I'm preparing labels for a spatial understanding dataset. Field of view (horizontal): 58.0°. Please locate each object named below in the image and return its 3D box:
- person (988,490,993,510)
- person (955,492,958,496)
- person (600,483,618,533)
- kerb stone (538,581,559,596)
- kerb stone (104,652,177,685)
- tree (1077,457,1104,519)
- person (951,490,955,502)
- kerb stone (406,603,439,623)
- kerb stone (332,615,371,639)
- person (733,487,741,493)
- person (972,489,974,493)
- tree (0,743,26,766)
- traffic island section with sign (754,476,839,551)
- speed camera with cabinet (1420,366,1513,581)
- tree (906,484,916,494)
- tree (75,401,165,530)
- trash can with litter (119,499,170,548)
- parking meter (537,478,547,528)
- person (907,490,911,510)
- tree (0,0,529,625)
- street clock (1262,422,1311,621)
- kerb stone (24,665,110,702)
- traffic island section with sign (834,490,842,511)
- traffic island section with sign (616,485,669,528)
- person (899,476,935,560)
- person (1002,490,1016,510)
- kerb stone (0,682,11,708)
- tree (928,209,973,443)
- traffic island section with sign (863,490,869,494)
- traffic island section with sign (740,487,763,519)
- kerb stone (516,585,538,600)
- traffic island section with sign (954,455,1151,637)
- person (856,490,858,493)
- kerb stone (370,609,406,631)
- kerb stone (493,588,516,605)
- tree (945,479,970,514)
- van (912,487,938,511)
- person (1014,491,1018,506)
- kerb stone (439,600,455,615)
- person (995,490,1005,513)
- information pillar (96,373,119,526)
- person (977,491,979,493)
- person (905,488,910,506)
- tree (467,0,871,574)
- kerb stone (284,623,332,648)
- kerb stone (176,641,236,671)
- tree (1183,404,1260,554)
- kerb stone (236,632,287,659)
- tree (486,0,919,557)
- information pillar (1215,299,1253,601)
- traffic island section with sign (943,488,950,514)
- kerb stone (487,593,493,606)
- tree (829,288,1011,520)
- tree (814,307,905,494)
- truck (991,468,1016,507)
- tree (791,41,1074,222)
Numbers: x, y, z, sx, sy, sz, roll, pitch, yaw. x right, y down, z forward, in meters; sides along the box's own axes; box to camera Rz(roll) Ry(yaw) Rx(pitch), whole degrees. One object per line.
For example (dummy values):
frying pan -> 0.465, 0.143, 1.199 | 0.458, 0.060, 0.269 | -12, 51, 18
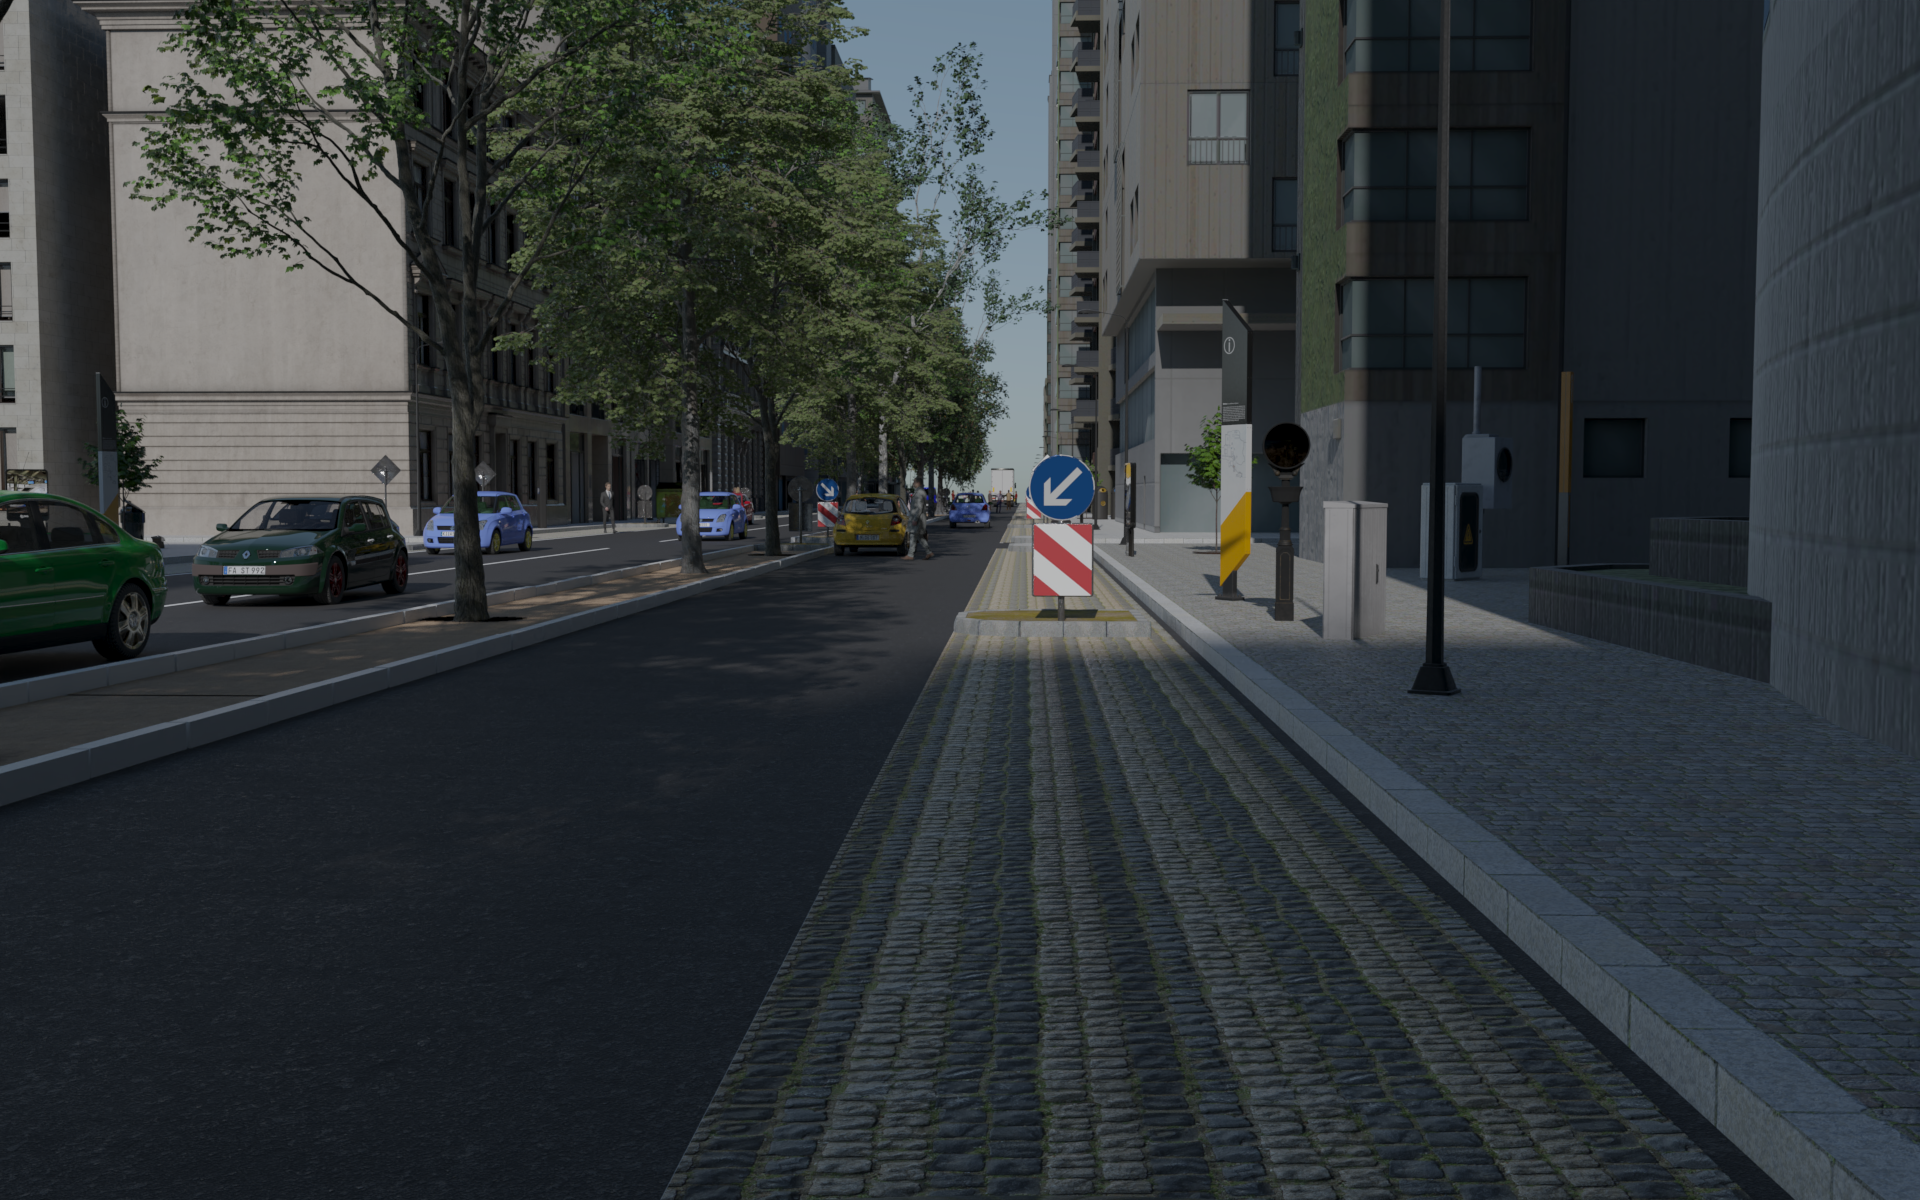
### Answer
person -> 2.723, -8.902, 154.592 | 0.434, 1.755, 0.990 | 2, 4, 24
person -> -0.380, -16.753, 283.192 | 1.217, 1.735, 0.721 | 0, 4, 2
person -> -12.792, -3.361, 63.229 | 0.659, 1.850, 0.755 | -3, 4, -38
kerb stone -> -5.938, -0.134, 24.622 | 0.120, 0.150, 1.000 | 0, 4, 2
kerb stone -> -6.368, 0.540, 13.373 | 0.120, 0.150, 1.000 | 0, 4, 2
tree -> 6.446, -5.812, 89.622 | 1.663, 3.219, 1.824 | 0, 3, 0
person -> -0.641, -9.706, 167.125 | 0.705, 1.831, 1.348 | 1, 4, 9
kerb stone -> -6.128, 0.168, 19.502 | 0.120, 0.150, 1.000 | 0, 4, 2
kerb stone -> -6.209, 0.290, 17.459 | 0.120, 0.150, 1.000 | 0, 4, 2
person -> -12.648, -5.478, 98.042 | 0.580, 1.828, 0.573 | 1, 4, 17
person -> 1.031, -7.836, 136.621 | 1.348, 1.824, 0.705 | 0, 4, 1
tree -> -5.729, -4.933, 8.865 | 9.928, 11.665, 9.643 | 0, 3, 0
traffic island section with sign -> -4.163, -2.214, 44.330 | 2.006, 1.907, 1.989 | 0, 4, 2
speed camera with cabinet -> 7.709, -1.952, 26.258 | 0.660, 3.252, 2.038 | 3, 5, 41
tree -> -8.891, -17.922, 287.624 | 1.663, 3.219, 1.824 | 0, 3, 0
tree -> -17.231, -2.526, 35.897 | 1.663, 3.219, 1.824 | 0, 3, 0
trash can with litter -> -19.238, -1.801, 40.838 | 1.055, 1.170, 0.624 | -2, 4, -27
parking meter -> -15.635, -3.612, 64.762 | 0.255, 1.863, 0.399 | -2, 4, -31
person -> -3.952, -7.421, 130.504 | 0.551, 1.740, 0.621 | 1, 4, 16
tree -> -5.599, -5.568, 19.248 | 9.928, 11.665, 9.643 | 0, 3, 0
street clock -> 3.290, -0.792, 17.519 | 0.471, 2.002, 0.358 | 0, 4, 8
kerb stone -> -6.403, 0.603, 12.340 | 0.120, 0.150, 1.000 | 0, 4, 2
traffic island section with sign -> -10.716, -8.763, 151.905 | 1.989, 1.847, 2.006 | 0, 4, 2
traffic island section with sign -> -13.626, -4.033, 74.569 | 1.989, 1.847, 2.006 | 0, 4, 2
person -> -0.932, -1.764, 37.437 | 0.767, 1.812, 0.694 | 0, 4, -1
person -> 4.334, -8.925, 154.521 | 1.348, 1.812, 0.705 | -1, 4, -15
kerb stone -> -6.437, 0.666, 11.313 | 0.120, 0.150, 1.000 | 0, 4, 2
tree -> -3.462, -8.289, 56.106 | 7.486, 12.596, 7.792 | 0, 3, 0
traffic island section with sign -> -9.691, -10.445, 179.399 | 1.989, 1.847, 2.006 | 0, 4, 2
traffic island section with sign -> -12.612, -5.681, 101.505 | 1.989, 1.847, 2.006 | 0, 4, 2
kerb stone -> -5.980, -0.086, 23.597 | 0.120, 0.150, 1.000 | 0, 4, 2
traffic island section with sign -> 0.948, -0.585, 18.185 | 1.989, 1.847, 2.006 | 0, 4, 2
person -> -7.641, -7.361, 129.558 | 1.217, 1.736, 0.721 | 0, 4, -7
kerb stone -> -6.178, 0.227, 18.481 | 0.120, 0.150, 1.000 | 0, 4, 2
kerb stone -> -6.023, -0.023, 22.576 | 0.120, 0.150, 1.000 | 0, 4, 2
tree -> -0.906, -10.558, 125.437 | 4.360, 8.622, 3.978 | 0, 3, 0
van -> -2.847, -8.755, 147.526 | 2.240, 2.365, 5.245 | 0, 4, 2
person -> 6.979, -12.731, 216.590 | 0.705, 1.831, 1.348 | -1, 4, -18
kerb stone -> -6.092, 0.102, 20.526 | 0.120, 0.150, 1.000 | 0, 4, 2
person -> 3.029, -7.487, 131.857 | 0.756, 1.711, 0.436 | 0, 3, 0
information pillar -> -16.617, -2.594, 33.763 | 0.183, 3.616, 0.504 | 0, 4, 8
person -> 1.437, -8.477, 147.815 | 0.721, 1.735, 1.217 | 1, 4, 15
person -> -3.353, -5.930, 105.572 | 0.709, 1.813, 0.853 | 1, 4, 12
tree -> -4.720, -6.713, 30.334 | 7.486, 12.596, 7.792 | 0, 3, 0
kerb stone -> -6.241, 0.352, 16.438 | 0.120, 0.150, 1.000 | 0, 4, 2
kerb stone -> -6.324, 0.479, 14.395 | 0.120, 0.150, 1.000 | 0, 4, 2
tree -> 5.658, -2.610, 37.279 | 1.663, 3.219, 1.824 | 0, 3, 0
kerb stone -> -6.289, 0.419, 15.417 | 0.120, 0.150, 1.000 | 0, 4, 2
tree -> -4.419, -6.821, 39.740 | 9.928, 11.665, 9.643 | 0, 3, 0
information pillar -> 3.302, -1.798, 20.757 | 0.183, 3.616, 0.504 | -2, 4, -30
traffic island section with sign -> -1.064, -7.259, 126.818 | 2.006, 1.907, 1.989 | 0, 4, 2
kerb stone -> -6.053, 0.040, 21.547 | 0.120, 0.150, 1.000 | 0, 4, 2
tree -> -2.123, -10.626, 93.199 | 9.611, 12.733, 9.660 | 0, 3, 0
tree -> -3.683, -6.705, 62.439 | 4.737, 8.622, 4.395 | 0, 3, 0
truck -> 4.798, -12.474, 192.864 | 2.839, 4.237, 11.283 | 0, 4, 2
tree -> -2.057, -13.053, 71.755 | 12.611, 20.169, 13.585 | 0, 3, 0
